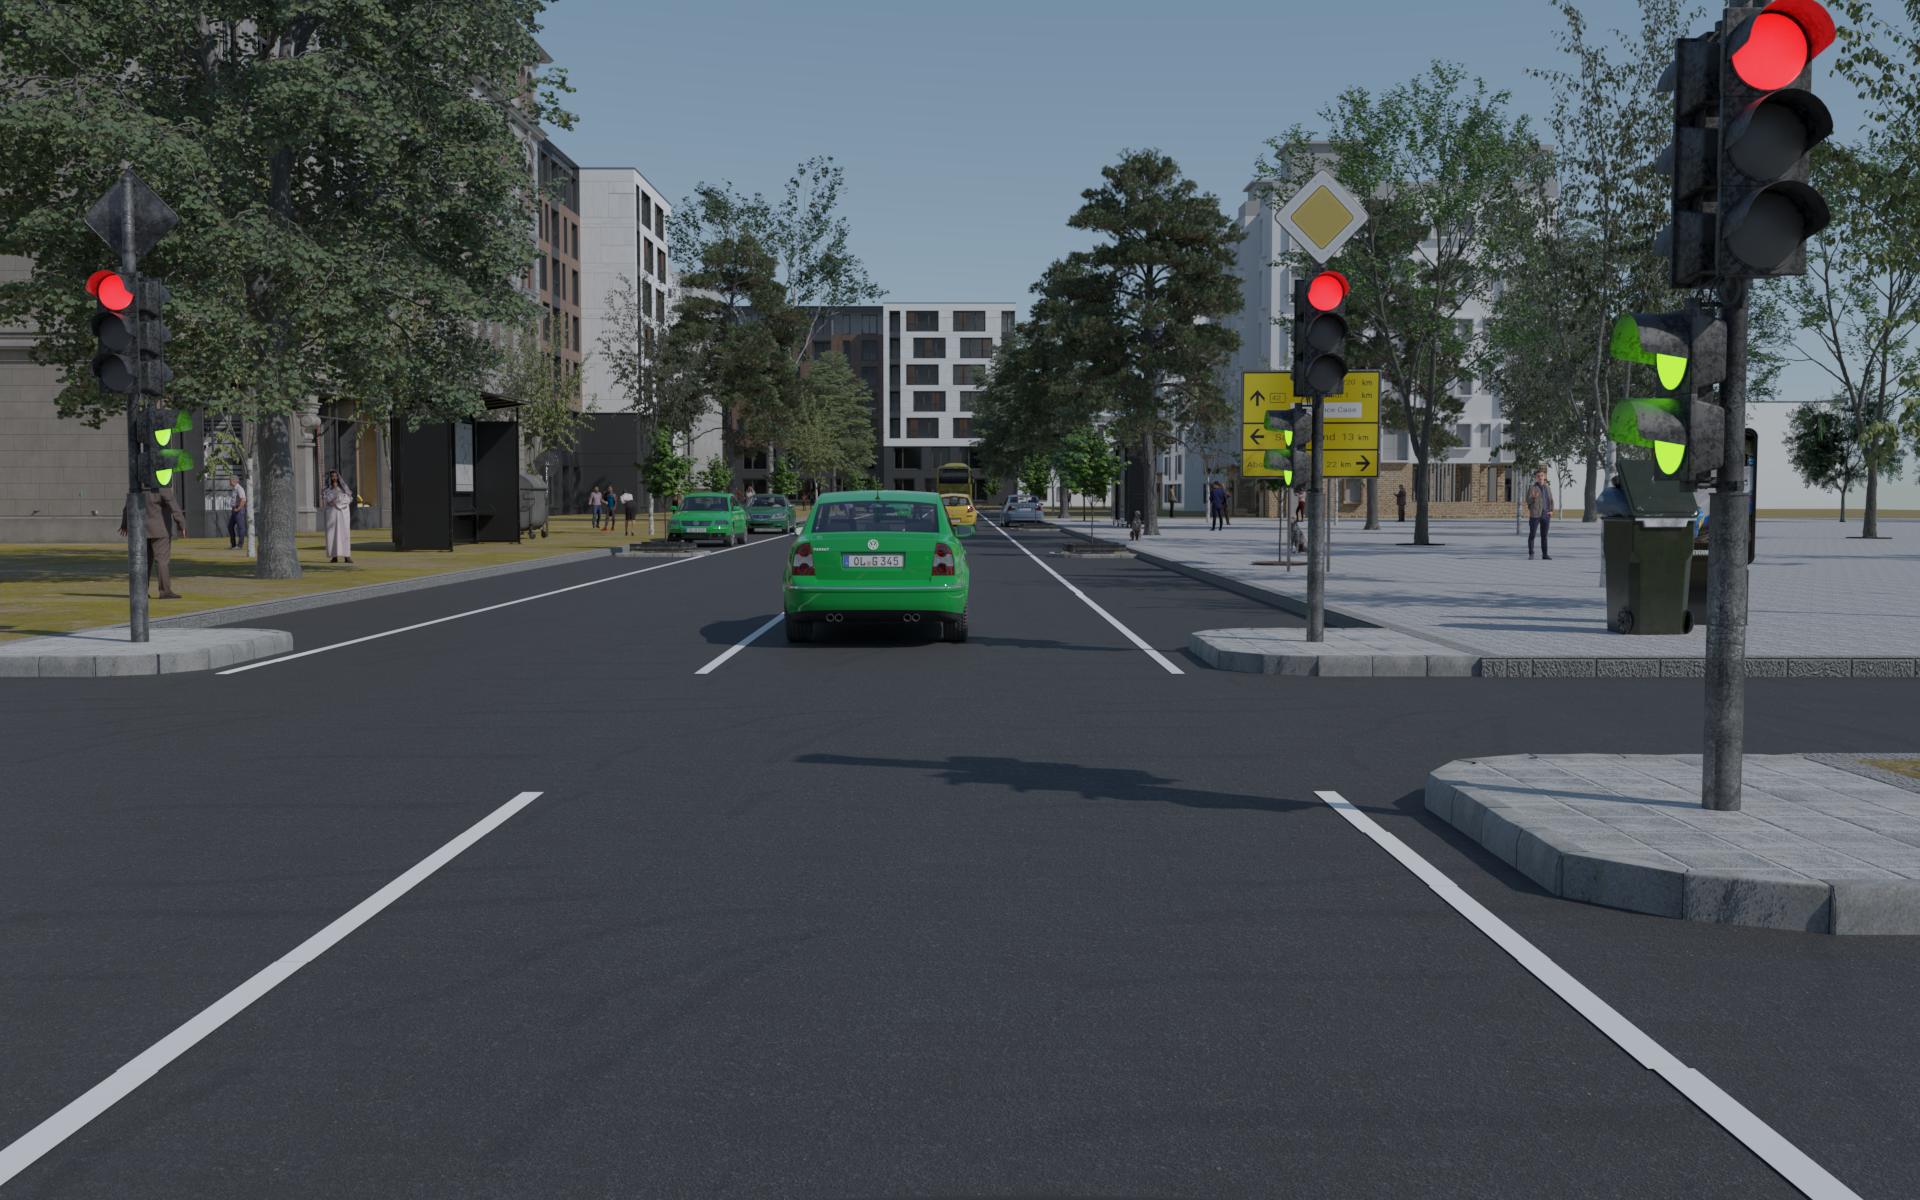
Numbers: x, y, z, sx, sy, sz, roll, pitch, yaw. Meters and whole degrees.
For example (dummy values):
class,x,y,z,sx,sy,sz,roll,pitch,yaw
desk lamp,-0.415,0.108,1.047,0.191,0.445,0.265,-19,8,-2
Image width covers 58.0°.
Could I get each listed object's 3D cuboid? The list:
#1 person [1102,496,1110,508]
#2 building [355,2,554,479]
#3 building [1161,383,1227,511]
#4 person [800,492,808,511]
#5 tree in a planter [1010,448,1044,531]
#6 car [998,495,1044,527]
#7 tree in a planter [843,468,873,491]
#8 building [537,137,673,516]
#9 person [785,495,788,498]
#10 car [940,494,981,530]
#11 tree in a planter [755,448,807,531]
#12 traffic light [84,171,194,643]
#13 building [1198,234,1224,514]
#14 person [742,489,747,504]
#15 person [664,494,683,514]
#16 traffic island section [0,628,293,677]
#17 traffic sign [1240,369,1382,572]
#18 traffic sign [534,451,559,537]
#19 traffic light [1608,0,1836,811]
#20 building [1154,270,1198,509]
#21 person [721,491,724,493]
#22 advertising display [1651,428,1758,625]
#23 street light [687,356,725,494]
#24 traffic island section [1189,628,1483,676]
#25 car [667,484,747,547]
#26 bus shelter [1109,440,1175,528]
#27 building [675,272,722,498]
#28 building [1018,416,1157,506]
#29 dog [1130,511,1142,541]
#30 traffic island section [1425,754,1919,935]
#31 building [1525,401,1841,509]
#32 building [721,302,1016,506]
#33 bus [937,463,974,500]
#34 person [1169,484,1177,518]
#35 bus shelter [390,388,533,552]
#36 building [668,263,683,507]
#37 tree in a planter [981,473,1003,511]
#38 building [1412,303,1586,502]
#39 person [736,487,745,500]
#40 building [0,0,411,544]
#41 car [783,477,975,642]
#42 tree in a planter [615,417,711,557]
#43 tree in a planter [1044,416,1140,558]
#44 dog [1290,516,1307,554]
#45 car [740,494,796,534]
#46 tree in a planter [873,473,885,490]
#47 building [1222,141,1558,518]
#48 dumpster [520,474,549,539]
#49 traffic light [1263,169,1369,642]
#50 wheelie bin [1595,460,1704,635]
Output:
class,x,y,z,sx,sy,sz,roll,pitch,yaw
person,13.760,-9.653,164.583,1.217,1.735,0.721,-3,5,-42
building,-27.672,-17.758,77.738,14.401,28.519,23.554,0,4,0
building,21.323,-11.514,130.396,9.099,9.664,28.070,0,4,0
person,-12.027,-7.594,133.460,1.065,1.426,0.557,3,5,40
tree in a planter,2.958,-4.291,67.376,1.991,3.239,1.994,0,4,0
car,2.709,-3.924,76.156,2.014,1.417,4.499,0,4,-2
tree in a planter,-7.099,-7.329,117.055,1.991,3.239,1.994,0,4,0
building,-34.241,-16.053,106.442,27.936,21.610,32.646,0,4,0
person,-15.596,-9.074,155.200,0.445,1.727,0.742,-2,4,-35
car,-0.207,-3.537,68.052,2.015,1.641,3.980,0,4,1
tree in a planter,-6.949,-4.313,67.733,1.991,3.239,1.994,0,4,0
traffic light,-7.094,-1.569,14.901,0.839,4.213,0.868,0,4,0
building,24.117,-15.509,109.994,16.016,20.091,11.380,0,4,0
person,-17.884,-8.470,145.246,0.721,1.735,1.217,2,4,34
person,-15.559,-5.408,94.479,1.348,1.823,0.705,2,4,34
traffic island section,-7.134,0.443,15.034,2.009,0.180,2.903,0,4,0
traffic sign,5.750,-2.117,28.479,2.265,3.308,0.079,0,4,6
traffic sign,-12.352,-3.158,51.745,0.768,2.556,0.104,1,4,8
traffic light,3.090,-1.084,6.960,0.839,4.213,0.868,0,4,0
building,24.192,-17.947,149.859,16.016,20.091,11.380,0,4,0
person,-19.293,-8.199,140.082,0.705,1.826,1.348,0,4,-5
advertising display,7.258,-0.717,16.941,0.974,1.923,0.123,0,4,6
street light,-8.634,-5.262,58.571,1.470,5.913,1.316,0,4,0
traffic island section,3.107,0.442,15.058,2.009,0.180,2.903,0,4,0
car,-7.018,-2.415,48.290,1.959,1.807,4.718,0,3,0
bus shelter,7.088,-5.630,69.682,2.179,5.291,8.768,0,4,0
building,-37.009,-17.122,146.402,31.486,18.905,16.747,0,4,0
building,20.000,-15.156,189.951,28.070,9.664,9.099,0,4,0
dog,4.946,-2.044,47.793,0.513,0.831,0.800,3,4,38
traffic island section,3.130,0.930,7.073,2.009,0.180,2.903,0,4,0
building,63.259,-12.820,151.758,28.070,9.664,9.099,0,4,0
building,-10.384,-21.691,198.629,32.646,21.610,27.936,0,4,0
bus,-0.373,-8.935,137.640,2.896,3.916,12.252,0,4,1
person,11.469,-5.345,93.442,0.705,1.823,1.348,0,4,-2
bus shelter,-11.750,-3.057,41.269,1.731,3.624,6.357,0,4,0
building,-28.859,-16.640,128.476,16.016,20.091,11.380,0,4,0
tree in a planter,2.734,-8.961,143.726,1.991,3.239,1.994,0,4,0
building,50.333,-21.688,198.569,32.646,21.610,27.936,0,4,0
person,-15.957,-7.175,123.309,1.348,1.831,0.705,-1,4,-9
building,-25.741,-11.906,45.574,10.553,20.767,40.483,0,4,0
car,-0.815,-0.572,18.154,1.959,1.807,4.718,0,4,0
tree in a planter,-6.880,-2.638,40.355,1.991,3.239,1.994,0,4,0
tree in a planter,3.033,-2.594,39.627,1.991,3.239,1.994,0,4,0
dog,7.434,-1.410,37.435,0.800,0.831,0.513,0,4,-3
car,-7.076,-3.176,63.721,2.131,1.459,4.920,0,4,-1
tree in a planter,-7.181,-9.019,144.690,1.991,3.239,1.994,0,4,0
building,24.038,-14.814,98.635,16.016,20.091,11.380,0,4,0
dumpster,-12.600,-2.681,49.591,1.264,1.857,1.865,0,4,0
traffic light,3.067,-1.572,14.945,0.839,4.213,0.868,0,4,0
wheelie bin,6.314,-0.494,15.987,0.980,1.594,0.693,0,4,-6
